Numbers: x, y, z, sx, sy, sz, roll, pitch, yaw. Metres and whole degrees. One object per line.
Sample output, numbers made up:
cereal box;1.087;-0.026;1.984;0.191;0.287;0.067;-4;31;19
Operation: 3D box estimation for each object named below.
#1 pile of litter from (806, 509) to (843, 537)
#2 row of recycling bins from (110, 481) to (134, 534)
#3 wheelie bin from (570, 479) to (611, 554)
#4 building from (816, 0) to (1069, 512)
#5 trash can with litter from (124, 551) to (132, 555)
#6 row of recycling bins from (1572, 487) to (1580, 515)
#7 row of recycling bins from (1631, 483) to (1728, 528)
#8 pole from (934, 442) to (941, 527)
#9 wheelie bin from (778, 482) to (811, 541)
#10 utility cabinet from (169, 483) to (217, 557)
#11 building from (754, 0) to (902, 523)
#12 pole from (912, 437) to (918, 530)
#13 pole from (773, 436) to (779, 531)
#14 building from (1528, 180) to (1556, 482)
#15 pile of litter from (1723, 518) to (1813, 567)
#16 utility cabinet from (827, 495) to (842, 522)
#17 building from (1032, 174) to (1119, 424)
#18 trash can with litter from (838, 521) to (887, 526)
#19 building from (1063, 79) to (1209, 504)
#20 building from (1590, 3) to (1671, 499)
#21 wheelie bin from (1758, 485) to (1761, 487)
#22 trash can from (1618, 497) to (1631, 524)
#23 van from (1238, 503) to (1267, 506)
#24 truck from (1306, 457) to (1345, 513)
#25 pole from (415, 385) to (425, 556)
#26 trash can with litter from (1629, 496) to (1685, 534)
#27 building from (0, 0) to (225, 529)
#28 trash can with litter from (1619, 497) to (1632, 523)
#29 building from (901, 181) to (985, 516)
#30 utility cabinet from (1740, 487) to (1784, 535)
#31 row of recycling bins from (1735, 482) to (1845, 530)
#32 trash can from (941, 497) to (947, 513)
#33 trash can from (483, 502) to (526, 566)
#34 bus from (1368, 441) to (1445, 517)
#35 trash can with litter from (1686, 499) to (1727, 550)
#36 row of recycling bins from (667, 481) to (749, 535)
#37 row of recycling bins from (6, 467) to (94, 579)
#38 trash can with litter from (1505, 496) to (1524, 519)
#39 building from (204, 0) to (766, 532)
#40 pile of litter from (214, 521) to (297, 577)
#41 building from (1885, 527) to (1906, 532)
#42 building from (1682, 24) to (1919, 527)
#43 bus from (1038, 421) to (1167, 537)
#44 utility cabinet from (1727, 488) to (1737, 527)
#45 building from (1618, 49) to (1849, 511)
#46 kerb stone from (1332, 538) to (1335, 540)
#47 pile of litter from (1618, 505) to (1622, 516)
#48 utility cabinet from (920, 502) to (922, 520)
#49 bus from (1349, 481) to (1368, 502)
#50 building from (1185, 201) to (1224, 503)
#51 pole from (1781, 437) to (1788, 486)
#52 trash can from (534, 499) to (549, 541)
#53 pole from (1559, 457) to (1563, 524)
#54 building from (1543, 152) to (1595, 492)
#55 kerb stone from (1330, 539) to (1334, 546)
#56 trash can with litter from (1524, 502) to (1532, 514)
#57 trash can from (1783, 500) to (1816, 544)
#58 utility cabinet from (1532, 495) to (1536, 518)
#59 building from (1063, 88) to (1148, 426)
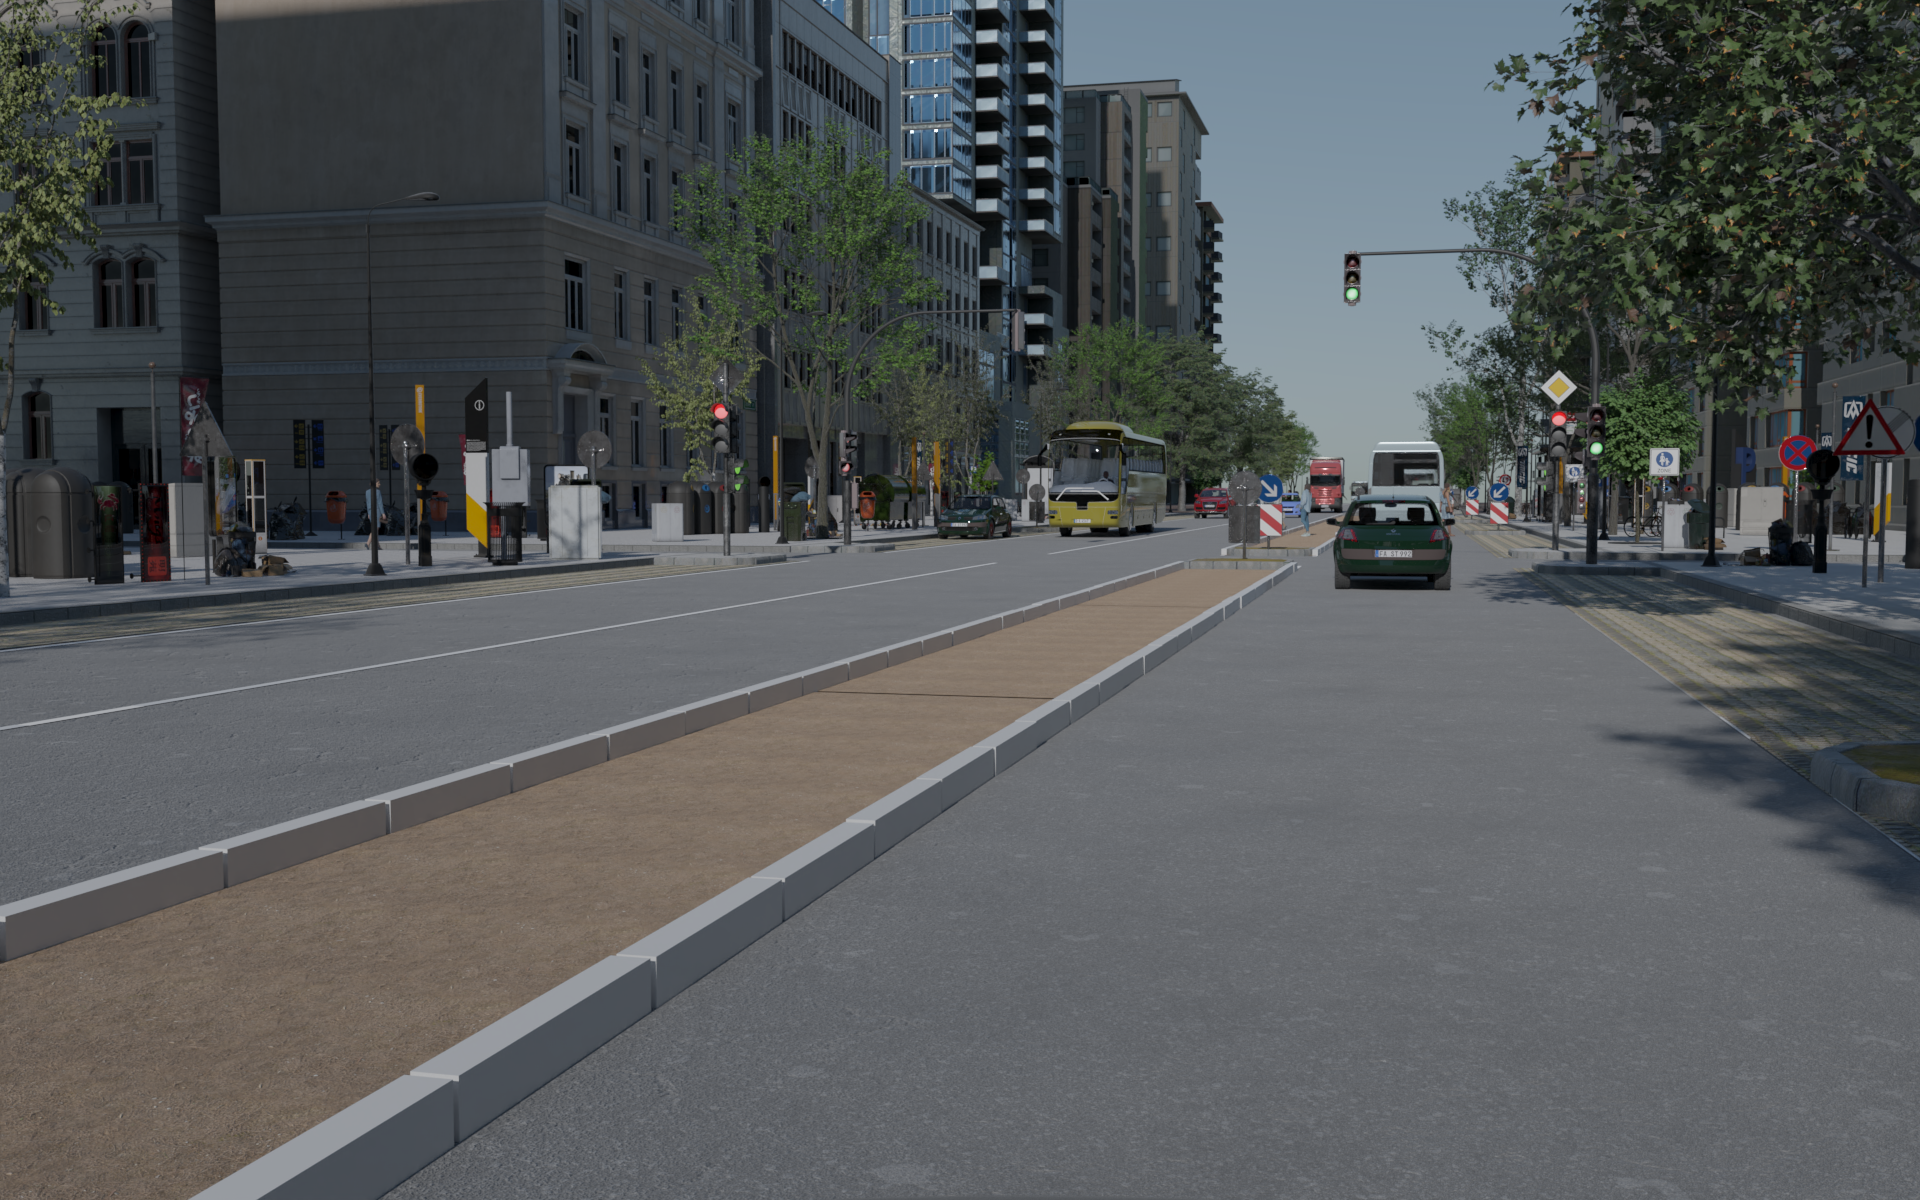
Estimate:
pile of litter;-4.212;-2.338;52.195;1.176;0.858;1.719;-2;4;-29
row of recycling bins;-28.548;-3.033;56.709;3.534;1.692;1.069;1;4;20
wheelie bin;-7.790;-1.732;36.230;0.980;1.594;0.693;-1;4;-10
building;-3.283;-50.347;135.840;22.319;86.520;31.000;1;4;14
trash can with litter;-18.189;-1.525;35.990;1.678;1.210;2.233;2;4;27
row of recycling bins;38.199;-6.027;105.660;3.534;1.692;1.069;1;4;11
row of recycling bins;27.660;-3.639;66.614;3.534;1.692;1.069;2;4;35
pole;-0.922;-4.512;67.622;0.158;3.312;0.155;0;3;0
wheelie bin;-4.518;-2.398;47.116;0.980;1.594;0.693;1;4;10
utility cabinet;-15.682;-1.631;35.351;0.318;1.500;1.173;1;4;20
building;-11.537;-16.480;87.477;12.078;24.808;19.932;1;4;14
pole;-1.631;-4.189;62.333;0.158;3.312;0.155;0;3;0
pole;-6.467;-4.103;60.922;0.158;3.312;0.155;0;3;0
building;93.074;-38.184;243.919;23.786;49.044;30.456;1;4;14
pile of litter;14.581;-1.052;31.161;1.719;0.858;1.176;1;4;9
utility cabinet;-5.712;-4.184;79.573;1.020;1.237;0.306;2;4;27
building;6.426;-23.645;158.297;14.160;30.474;14.107;1;4;14
trash can with litter;-3.811;-3.584;69.657;2.233;1.210;1.678;0;4;-5
building;16.861;-39.041;227.561;28.713;52.752;27.495;1;4;14
building;71.932;-34.561;154.315;28.713;52.752;27.495;1;4;14
wheelie bin;28.740;-3.327;62.305;0.693;1.594;0.980;2;4;30
trash can;27.995;-3.774;73.363;0.748;1.137;0.748;0;3;0
van;20.489;-6.988;121.260;2.013;2.044;4.112;1;4;16
truck;28.303;-8.849;133.602;2.839;4.237;11.283;1;4;13
pole;-10.106;-2.364;32.492;0.158;3.312;0.155;0;3;0
trash can with litter;22.408;-2.704;55.276;2.233;1.210;1.678;0;4;1
building;-36.558;-17.234;69.158;23.554;28.519;14.401;1;4;14
trash can with litter;29.917;-4.038;77.416;1.055;1.170;0.624;-3;5;-45
building;-5.370;-15.691;105.692;9.793;20.994;18.267;1;4;14
utility cabinet;24.766;-2.742;53.509;1.173;1.500;0.318;2;4;29
row of recycling bins;28.884;-3.255;60.329;3.534;1.692;1.069;3;5;40
trash can;-1.025;-5.199;96.665;0.748;1.137;0.748;0;3;0
trash can;-8.184;-1.191;31.133;0.748;1.137;0.748;0;3;0
bus;17.323;-4.416;67.060;2.948;3.499;13.247;1;4;15
trash can with litter;17.268;-1.748;39.961;0.624;1.170;1.055;-1;4;-17
row of recycling bins;-8.074;-2.950;55.350;1.069;1.692;3.534;2;4;32
row of recycling bins;-14.701;-1.240;27.379;3.534;1.692;1.069;3;5;44
trash can with litter;28.241;-4.725;88.642;0.624;1.170;1.055;0;4;-2
building;-17.300;-17.252;67.982;13.634;28.700;20.117;1;4;14
pile of litter;-11.135;-0.828;27.501;1.176;0.858;1.719;1;4;20
building;46.333;-12.844;55.045;28.899;21.520;27.650;1;4;14
building;53.069;-14.736;85.971;27.650;21.520;28.899;1;4;14
bus;5.368;-4.299;61.827;2.896;3.916;12.252;1;4;14
utility cabinet;30.128;-3.613;67.752;0.318;1.500;1.173;0;4;-4
building;67.273;-26.757;129.359;32.217;40.220;23.993;1;4;14
kerb stone;10.153;-1.549;47.523;0.120;0.150;1.000;1;4;14
pile of litter;36.997;-4.990;95.548;1.176;0.858;1.719;-2;4;-29
utility cabinet;-2.030;-4.516;84.994;0.306;1.237;1.020;1;4;16
bus;55.252;-14.921;238.818;2.948;3.499;13.247;1;4;13
building;26.662;-36.679;254.329;22.147;44.769;28.867;1;4;14
pole;29.295;-4.142;61.564;0.158;3.312;0.155;0;3;0
trash can;-11.260;-2.185;47.377;0.748;1.137;0.748;0;3;0
pole;25.738;-4.919;74.273;0.158;3.312;0.155;0;3;0
building;84.942;-34.309;215.569;22.147;44.769;28.867;1;4;14
kerb stone;9.900;-1.486;46.526;0.120;0.150;1.000;1;4;14
trash can with litter;36.342;-6.037;110.094;1.055;1.170;0.624;2;4;34
trash can;20.869;-1.922;43.085;0.748;1.137;0.748;0;3;0
utility cabinet;31.526;-5.116;94.814;0.306;1.237;1.020;2;4;23
building;10.491;-29.838;171.452;14.154;41.232;14.086;1;4;14
